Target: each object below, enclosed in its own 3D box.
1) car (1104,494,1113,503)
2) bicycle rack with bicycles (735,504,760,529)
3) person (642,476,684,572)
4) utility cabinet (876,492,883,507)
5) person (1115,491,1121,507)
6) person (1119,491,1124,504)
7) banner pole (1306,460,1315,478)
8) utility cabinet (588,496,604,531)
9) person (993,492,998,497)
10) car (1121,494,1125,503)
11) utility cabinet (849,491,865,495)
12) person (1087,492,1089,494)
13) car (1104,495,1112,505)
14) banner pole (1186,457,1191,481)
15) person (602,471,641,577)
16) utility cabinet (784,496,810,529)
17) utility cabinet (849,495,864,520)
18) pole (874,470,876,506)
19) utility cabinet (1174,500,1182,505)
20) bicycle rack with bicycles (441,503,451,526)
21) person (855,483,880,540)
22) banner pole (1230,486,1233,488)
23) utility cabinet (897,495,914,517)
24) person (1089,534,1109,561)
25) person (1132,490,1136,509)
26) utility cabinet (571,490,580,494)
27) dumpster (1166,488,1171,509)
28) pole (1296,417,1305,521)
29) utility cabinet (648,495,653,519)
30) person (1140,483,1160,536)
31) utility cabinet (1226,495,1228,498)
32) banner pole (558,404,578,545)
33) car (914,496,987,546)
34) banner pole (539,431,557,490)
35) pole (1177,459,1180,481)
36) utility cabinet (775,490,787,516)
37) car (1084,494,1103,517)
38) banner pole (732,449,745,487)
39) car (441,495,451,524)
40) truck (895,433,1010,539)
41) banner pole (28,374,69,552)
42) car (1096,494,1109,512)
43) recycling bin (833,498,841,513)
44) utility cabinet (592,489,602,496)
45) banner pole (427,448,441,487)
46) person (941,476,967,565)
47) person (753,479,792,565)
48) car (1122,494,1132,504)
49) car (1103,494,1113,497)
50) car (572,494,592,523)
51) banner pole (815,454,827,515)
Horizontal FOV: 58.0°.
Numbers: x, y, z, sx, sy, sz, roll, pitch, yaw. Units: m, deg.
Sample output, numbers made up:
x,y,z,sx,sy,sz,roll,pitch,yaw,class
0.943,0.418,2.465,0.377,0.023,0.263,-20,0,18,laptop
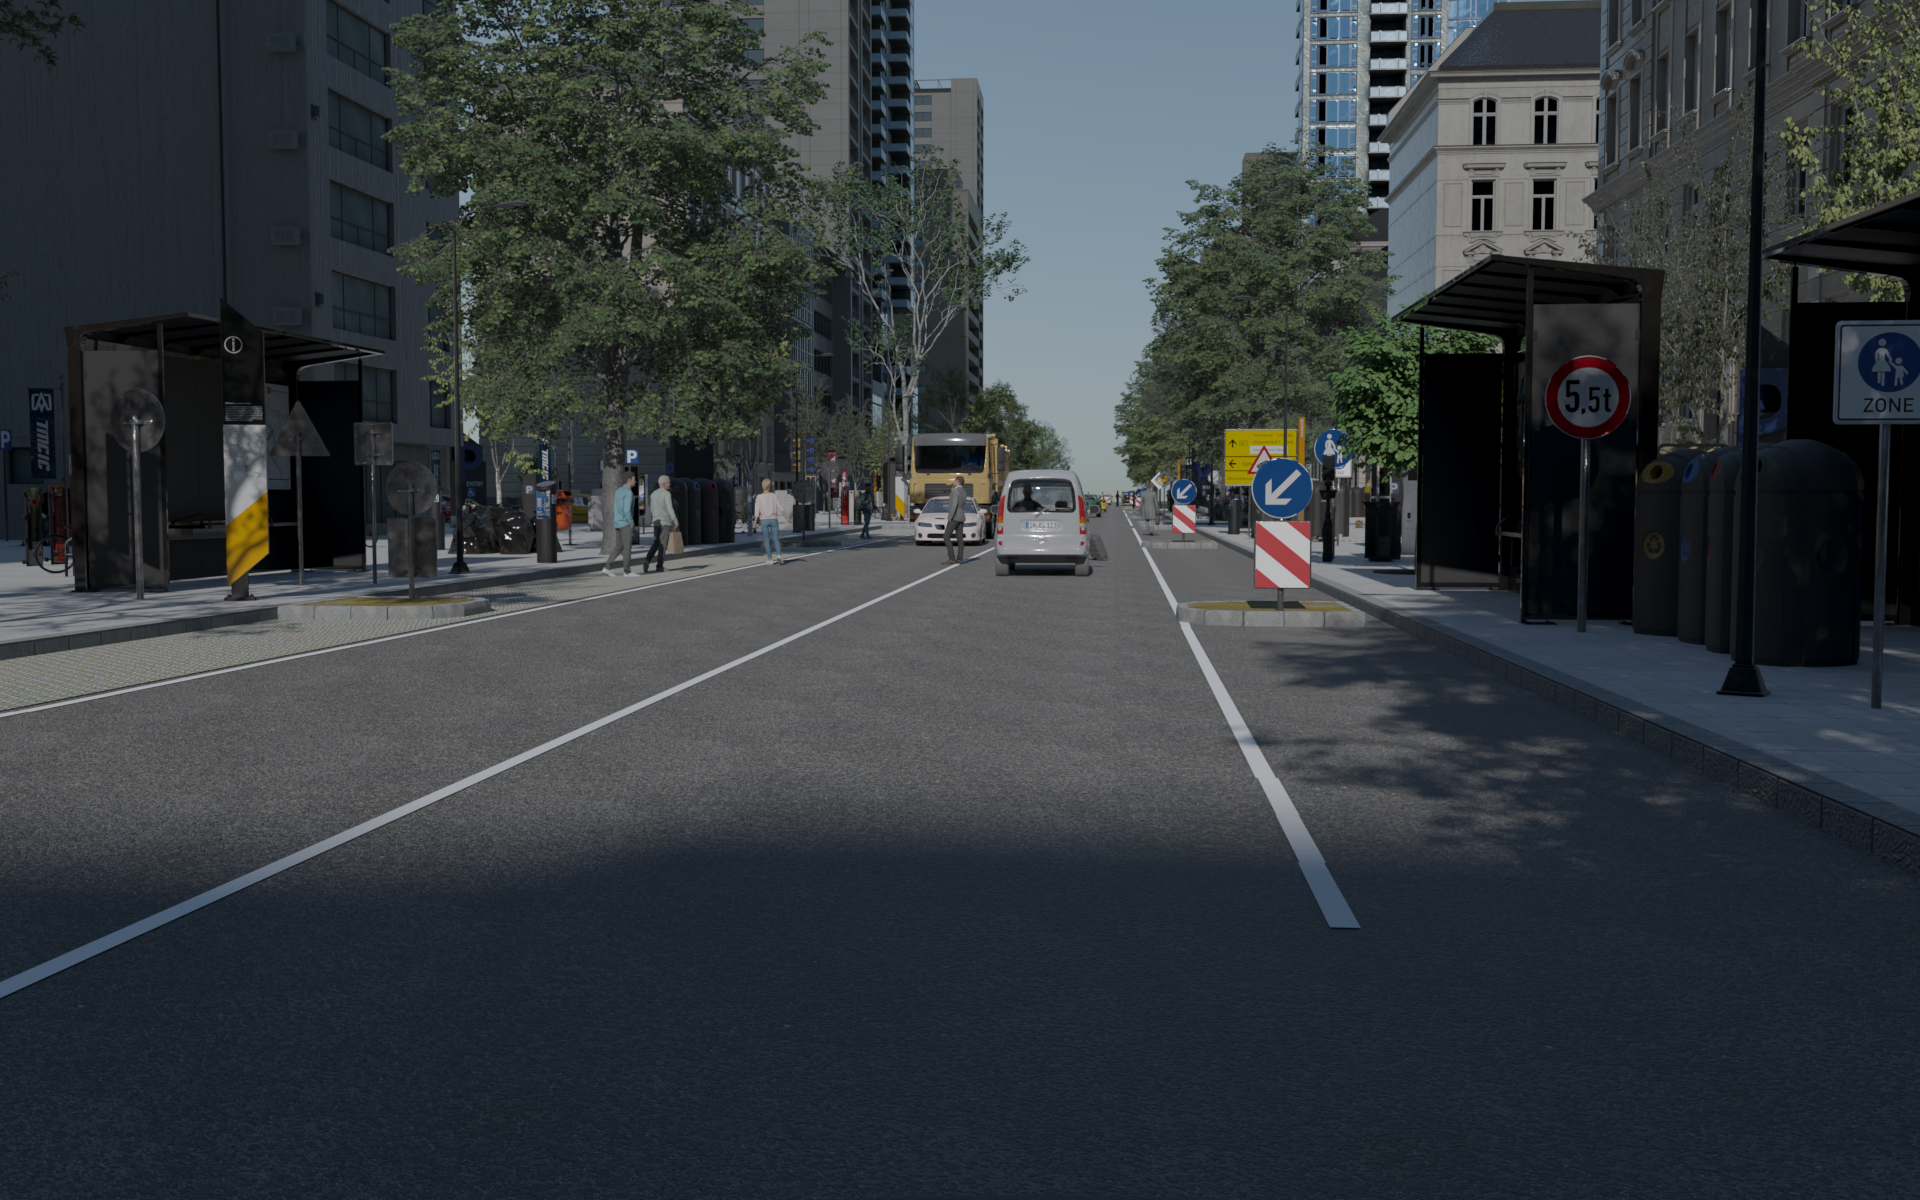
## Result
x,y,z,sx,sy,sz,roll,pitch,yaw,class
24.810,-17.211,291.618,2.015,1.641,3.980,0,4,6,car
-8.575,-3.149,64.869,2.925,0.926,2.852,2,4,30,bicycle rack with bicycles
-5.394,-1.376,31.490,0.782,1.767,0.515,3,5,43,person
-7.008,-8.798,152.530,0.318,1.500,1.173,2,4,28,utility cabinet
17.923,-11.503,196.544,0.705,1.831,1.348,-1,4,-22,person
23.039,-14.503,245.621,0.705,1.824,1.348,3,5,43,person
24.611,-8.042,121.497,0.863,3.779,0.401,0,4,7,banner pole
-12.486,-3.007,60.332,0.306,1.237,1.020,2,4,35,utility cabinet
1.465,-3.419,64.611,0.699,1.804,1.509,-2,4,-32,person
26.593,-16.283,276.014,2.009,1.686,4.222,0,4,6,car
-6.350,-6.066,107.861,1.173,1.500,0.318,-1,4,-11,utility cabinet
17.188,-13.554,230.628,0.721,1.766,1.217,-1,4,-20,person
18.582,-12.936,223.859,2.083,1.381,4.827,0,4,3,car
13.734,-6.870,102.345,0.863,3.779,0.401,1,4,16,banner pole
-5.846,-1.304,29.834,0.620,1.820,0.660,-3,4,-38,person
-6.003,-3.234,64.041,1.020,1.237,0.306,2,4,33,utility cabinet
-4.976,-4.541,85.402,1.020,1.237,0.306,0,4,5,utility cabinet
-7.090,-9.227,144.704,0.158,3.312,0.155,0,3,0,pole
12.469,-5.351,98.648,0.306,1.237,1.020,1,4,21,utility cabinet
-21.719,-3.462,69.994,2.852,0.926,2.925,1,4,16,bicycle rack with bicycles
-2.896,-2.767,54.095,0.721,1.781,0.623,1,4,8,person
18.875,-8.053,121.689,0.401,3.779,0.863,-3,4,-38,banner pole
-3.009,-5.230,96.677,1.020,1.237,0.306,-1,4,-10,utility cabinet
2.535,-1.715,36.762,1.509,1.804,0.699,-2,4,-33,person
17.123,-9.884,170.234,0.705,1.807,1.348,-1,4,-12,person
-19.405,-4.794,87.058,0.318,1.500,1.173,-2,4,-30,utility cabinet
18.062,-8.590,146.204,1.264,1.857,1.865,0,4,5,dumpster
9.080,-3.201,46.177,0.158,3.312,0.155,0,3,0,pole
-16.284,-4.874,90.850,1.020,1.237,0.306,3,5,39,utility cabinet
6.540,-3.113,59.499,0.694,1.812,0.767,1,4,18,person
17.877,-6.391,115.647,1.020,1.237,0.306,3,5,39,utility cabinet
-9.828,-3.286,43.741,0.401,3.779,0.863,0,4,-2,banner pole
-0.242,-2.265,49.392,2.083,1.381,4.827,0,4,3,car
-14.087,-4.246,59.445,0.863,3.779,0.401,1,4,15,banner pole
12.891,-6.623,102.135,0.158,3.312,0.155,0,3,0,pole
-10.291,-5.703,101.921,1.173,1.500,0.318,0,4,-7,utility cabinet
7.833,-5.850,107.437,2.131,1.459,4.920,0,4,3,car
-12.352,-6.550,97.108,0.863,3.779,0.401,-1,4,-9,banner pole
-24.772,-4.195,77.635,4.494,1.783,2.155,0,4,6,car
0.053,-3.774,57.626,3.469,3.379,9.791,0,4,6,truck
-18.875,-2.813,36.013,0.863,3.779,0.401,-1,4,-21,banner pole
10.775,-7.769,137.240,2.015,1.641,3.980,0,4,5,car
-7.978,-6.254,114.813,0.722,1.027,0.722,-1,4,-18,recycling bin
-15.083,-3.985,73.830,1.173,1.500,0.318,-2,4,-31,utility cabinet
-26.276,-5.892,86.355,0.863,3.779,0.401,0,4,4,banner pole
-0.110,-1.630,35.334,0.473,1.802,0.592,3,5,41,person
-3.748,-1.581,35.015,0.731,1.740,0.598,-2,4,-28,person
23.511,-14.165,241.388,2.009,1.686,4.222,0,4,5,car
25.577,-17.861,301.067,2.155,1.783,4.494,0,4,5,car
-16.679,-4.116,77.512,3.980,1.641,2.015,0,4,7,car
-8.684,-7.190,107.571,0.863,3.779,0.401,0,4,-3,banner pole
